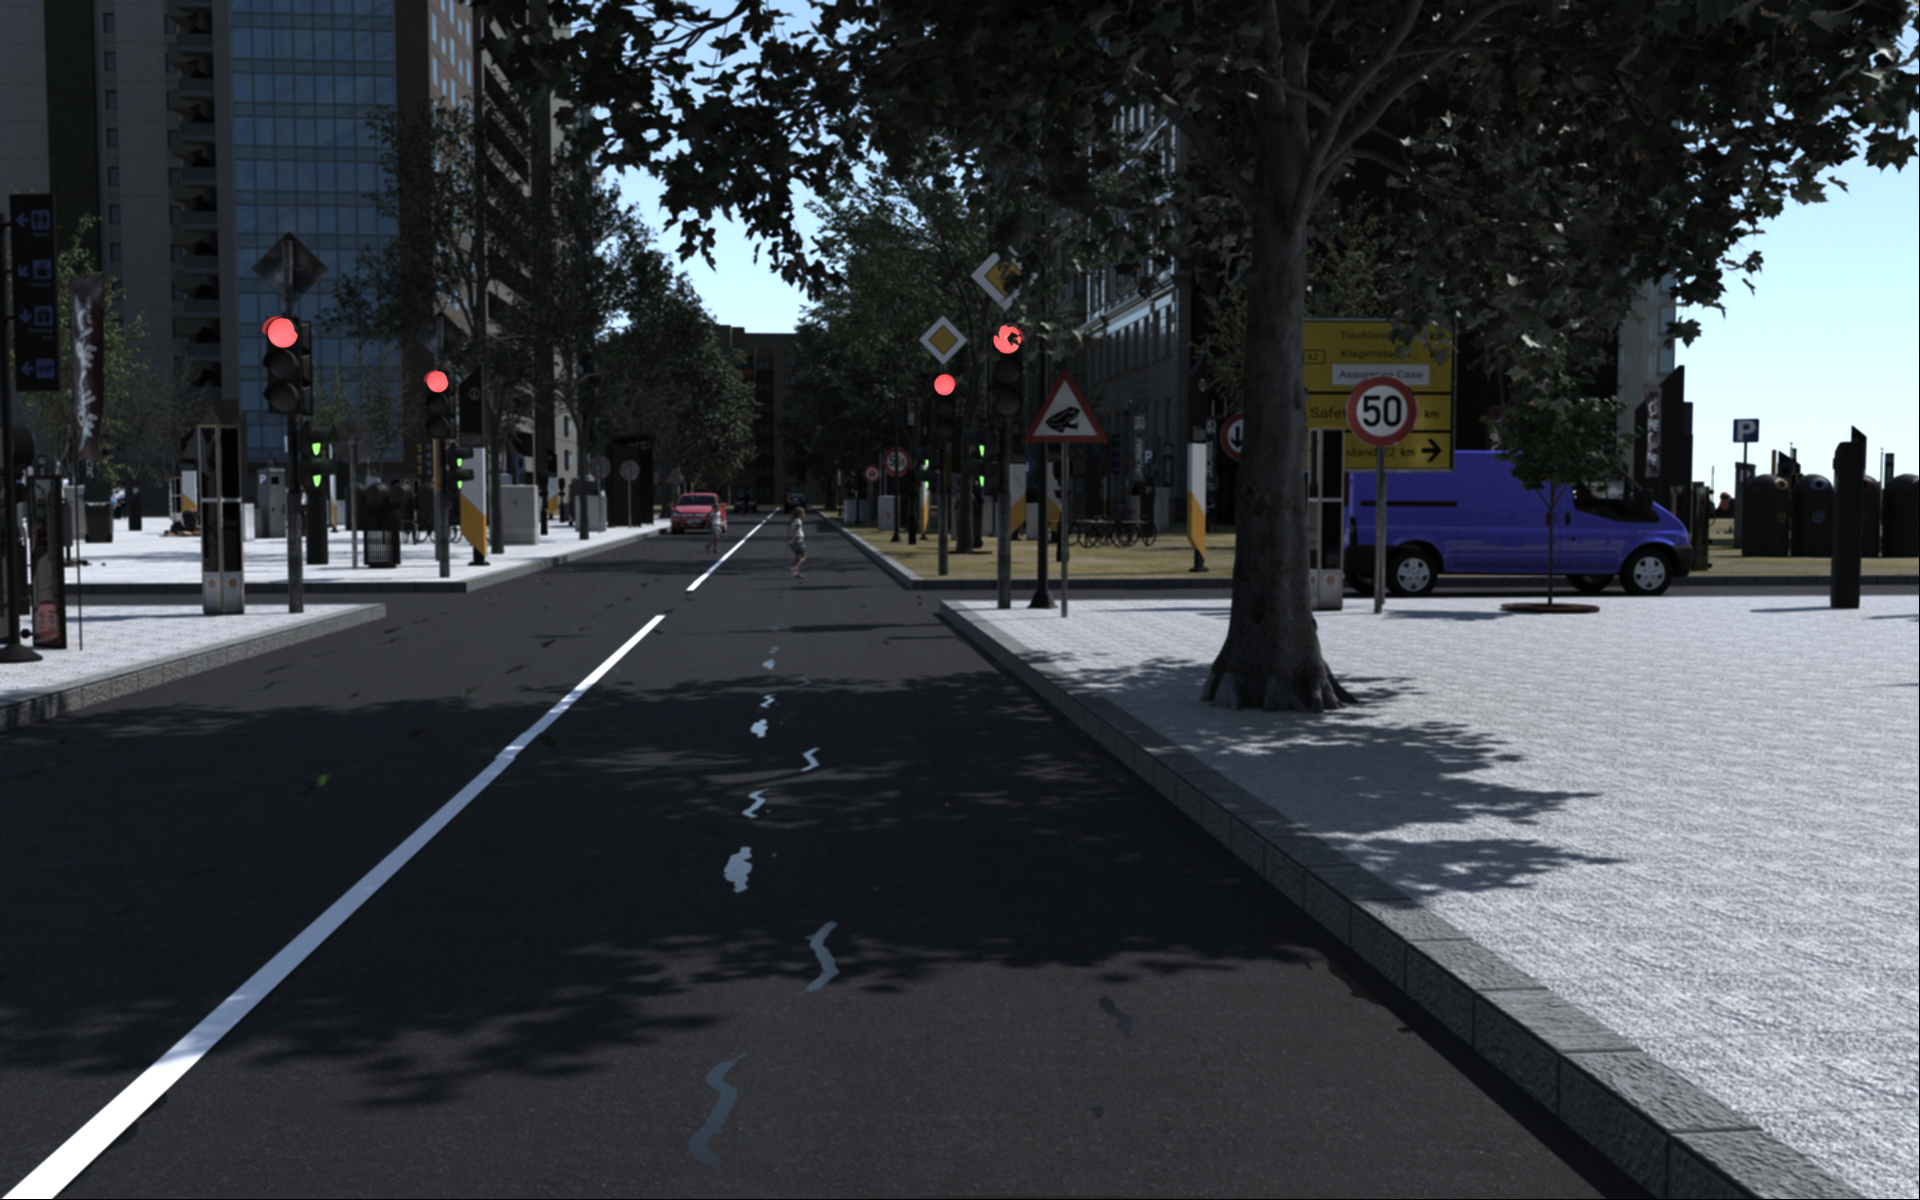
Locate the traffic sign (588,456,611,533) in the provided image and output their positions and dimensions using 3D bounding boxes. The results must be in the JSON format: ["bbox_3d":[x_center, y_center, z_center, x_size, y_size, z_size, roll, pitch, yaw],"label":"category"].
[{"bbox_3d":[-11.948,-3.503,57.381,0.768,2.556,0.104,0,4,4],"label":"traffic sign"}]

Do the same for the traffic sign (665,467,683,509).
[{"bbox_3d":[-13.902,-5.147,84.164,0.884,2.594,0.081,0,4,-5],"label":"traffic sign"}]

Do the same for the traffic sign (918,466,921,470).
[{"bbox_3d":[-1.523,-4.643,76.017,0.768,2.556,0.104,0,4,-5],"label":"traffic sign"}]

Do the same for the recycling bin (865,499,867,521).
[{"bbox_3d":[-4.822,-4.229,81.697,0.722,1.027,0.722,1,4,21],"label":"recycling bin"}]

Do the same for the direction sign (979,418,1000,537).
[{"bbox_3d":[1.015,-3.656,51.766,0.876,3.537,0.379,0,4,0],"label":"direction sign"}]

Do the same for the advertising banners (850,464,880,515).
[{"bbox_3d":[-5.311,-6.182,97.265,2.074,3.025,0.090,-2,4,-25],"label":"advertising banners"}]

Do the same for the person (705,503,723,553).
[{"bbox_3d":[-6.001,-1.763,42.342,0.382,1.210,0.505,2,4,23],"label":"person"}]

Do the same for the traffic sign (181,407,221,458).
[{"bbox_3d":[-11.205,-1.585,25.916,0.884,2.594,0.081,0,4,-3],"label":"traffic sign"}]

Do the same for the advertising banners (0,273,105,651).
[{"bbox_3d":[-7.620,-1.113,14.383,2.074,3.025,0.090,2,4,35],"label":"advertising banners"}]

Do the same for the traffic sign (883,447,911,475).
[{"bbox_3d":[-1.711,-2.870,47.034,0.768,2.556,0.104,0,4,-1],"label":"traffic sign"}]

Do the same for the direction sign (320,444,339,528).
[{"bbox_3d":[-24.118,-4.538,66.188,0.379,3.537,0.876,2,4,32],"label":"direction sign"}]

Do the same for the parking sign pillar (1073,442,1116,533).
[{"bbox_3d":[4.433,-4.183,56.870,1.447,3.967,1.447,1,4,13],"label":"parking sign pillar"}]

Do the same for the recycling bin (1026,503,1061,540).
[{"bbox_3d":[2.334,-2.188,48.327,0.722,1.027,0.722,-3,5,-41],"label":"recycling bin"}]

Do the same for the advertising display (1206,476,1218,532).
[{"bbox_3d":[8.329,-3.280,58.847,0.974,1.923,0.123,3,5,44],"label":"advertising display"}]

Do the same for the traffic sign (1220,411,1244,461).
[{"bbox_3d":[4.385,-1.632,26.787,0.768,2.556,0.104,0,4,-5],"label":"traffic sign"}]

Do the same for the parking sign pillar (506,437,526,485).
[{"bbox_3d":[-21.166,-5.757,82.603,1.447,3.967,1.447,1,4,9],"label":"parking sign pillar"}]

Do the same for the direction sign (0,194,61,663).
[{"bbox_3d":[-7.262,-1.297,13.200,0.876,3.537,0.379,0,4,6],"label":"direction sign"}]

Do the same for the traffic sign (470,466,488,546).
[{"bbox_3d":[-12.008,-2.597,42.470,0.884,2.594,0.081,0,4,-4],"label":"traffic sign"}]

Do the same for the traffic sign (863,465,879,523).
[{"bbox_3d":[-3.901,-4.698,76.914,0.768,2.556,0.104,0,3,0],"label":"traffic sign"}]

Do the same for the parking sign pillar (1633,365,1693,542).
[{"bbox_3d":[14.964,-2.961,36.879,1.447,3.967,1.447,-1,4,-19],"label":"parking sign pillar"}]

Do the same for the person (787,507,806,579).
[{"bbox_3d":[-2.826,-0.977,29.490,0.382,1.210,0.505,-2,4,-29],"label":"person"}]

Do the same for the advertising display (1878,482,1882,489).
[{"bbox_3d":[46.762,-5.122,88.953,0.974,1.923,0.123,2,4,29],"label":"advertising display"}]

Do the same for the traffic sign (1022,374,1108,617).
[{"bbox_3d":[1.084,-1.097,17.948,0.884,2.594,0.081,0,4,2],"label":"traffic sign"}]

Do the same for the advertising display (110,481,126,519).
[{"bbox_3d":[-43.128,-5.099,88.576,0.123,1.923,0.974,2,4,31],"label":"advertising display"}]

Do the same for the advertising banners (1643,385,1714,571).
[{"bbox_3d":[11.770,-1.972,28.422,2.074,3.025,0.090,-3,4,-36],"label":"advertising banners"}]

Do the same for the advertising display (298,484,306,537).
[{"bbox_3d":[-19.778,-2.879,52.293,0.123,1.923,0.974,0,4,-1],"label":"advertising display"}]

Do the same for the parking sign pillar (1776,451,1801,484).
[{"bbox_3d":[51.074,-7.239,106.825,1.447,3.967,1.447,-3,5,-44],"label":"parking sign pillar"}]

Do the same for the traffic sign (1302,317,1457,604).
[{"bbox_3d":[4.601,-1.601,20.046,2.265,3.308,0.079,0,4,-3],"label":"traffic sign"}]

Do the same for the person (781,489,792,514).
[{"bbox_3d":[-12.432,-7.090,124.515,0.705,1.812,1.348,2,4,28],"label":"person"}]

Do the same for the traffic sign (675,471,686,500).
[{"bbox_3d":[-13.909,-5.156,85.489,0.795,2.450,0.064,0,4,-1],"label":"traffic sign"}]

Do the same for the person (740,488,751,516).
[{"bbox_3d":[-14.289,-6.579,115.698,0.705,1.869,1.348,-3,4,-36],"label":"person"}]

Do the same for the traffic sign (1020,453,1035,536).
[{"bbox_3d":[1.891,-3.230,52.924,0.768,2.556,0.104,0,4,-5],"label":"traffic sign"}]

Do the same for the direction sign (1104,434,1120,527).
[{"bbox_3d":[5.628,-4.492,65.444,0.876,3.537,0.379,-1,4,-16],"label":"direction sign"}]

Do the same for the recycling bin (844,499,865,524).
[{"bbox_3d":[-4.615,-3.813,74.894,0.722,1.027,0.722,-1,4,-12],"label":"recycling bin"}]

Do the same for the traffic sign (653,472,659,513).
[{"bbox_3d":[-17.451,-6.008,98.338,0.768,2.556,0.104,0,4,-2],"label":"traffic sign"}]

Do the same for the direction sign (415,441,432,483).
[{"bbox_3d":[-23.144,-5.063,74.780,0.379,3.537,0.876,2,4,30],"label":"direction sign"}]

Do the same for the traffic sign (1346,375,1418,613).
[{"bbox_3d":[4.516,-1.133,18.629,0.768,2.556,0.104,0,4,2],"label":"traffic sign"}]

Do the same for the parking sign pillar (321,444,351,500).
[{"bbox_3d":[-29.770,-5.773,82.861,1.447,3.967,1.447,0,4,2],"label":"parking sign pillar"}]

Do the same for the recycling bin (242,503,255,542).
[{"bbox_3d":[-19.576,-2.099,46.866,0.722,1.027,0.722,0,4,-2],"label":"recycling bin"}]

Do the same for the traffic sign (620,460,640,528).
[{"bbox_3d":[-12.400,-3.970,65.021,0.768,2.556,0.104,0,4,3],"label":"traffic sign"}]

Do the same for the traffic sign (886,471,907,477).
[{"bbox_3d":[-1.908,-3.204,52.484,0.768,2.556,0.104,0,4,1],"label":"traffic sign"}]

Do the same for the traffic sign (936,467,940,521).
[{"bbox_3d":[-1.032,-5.027,82.188,0.884,2.594,0.081,0,4,1],"label":"traffic sign"}]

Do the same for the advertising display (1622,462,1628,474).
[{"bbox_3d":[13.090,-1.839,35.284,0.974,1.923,0.123,3,5,44],"label":"advertising display"}]

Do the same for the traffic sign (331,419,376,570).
[{"bbox_3d":[-10.275,-1.788,29.343,0.768,2.556,0.104,0,4,1],"label":"traffic sign"}]

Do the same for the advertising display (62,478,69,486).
[{"bbox_3d":[-35.311,-3.860,68.328,0.123,1.923,0.974,-1,4,-15],"label":"advertising display"}]

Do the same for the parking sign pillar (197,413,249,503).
[{"bbox_3d":[-24.027,-4.189,56.968,1.447,3.967,1.447,1,4,16],"label":"parking sign pillar"}]

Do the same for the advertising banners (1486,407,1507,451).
[{"bbox_3d":[10.071,-2.351,34.634,2.074,3.025,0.090,-1,4,-17],"label":"advertising banners"}]

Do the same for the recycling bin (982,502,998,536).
[{"bbox_3d":[0.776,-2.519,53.739,0.722,1.027,0.722,-2,4,-26],"label":"recycling bin"}]

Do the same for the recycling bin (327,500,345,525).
[{"bbox_3d":[-25.783,-3.615,71.658,0.722,1.027,0.722,-2,4,-24],"label":"recycling bin"}]
